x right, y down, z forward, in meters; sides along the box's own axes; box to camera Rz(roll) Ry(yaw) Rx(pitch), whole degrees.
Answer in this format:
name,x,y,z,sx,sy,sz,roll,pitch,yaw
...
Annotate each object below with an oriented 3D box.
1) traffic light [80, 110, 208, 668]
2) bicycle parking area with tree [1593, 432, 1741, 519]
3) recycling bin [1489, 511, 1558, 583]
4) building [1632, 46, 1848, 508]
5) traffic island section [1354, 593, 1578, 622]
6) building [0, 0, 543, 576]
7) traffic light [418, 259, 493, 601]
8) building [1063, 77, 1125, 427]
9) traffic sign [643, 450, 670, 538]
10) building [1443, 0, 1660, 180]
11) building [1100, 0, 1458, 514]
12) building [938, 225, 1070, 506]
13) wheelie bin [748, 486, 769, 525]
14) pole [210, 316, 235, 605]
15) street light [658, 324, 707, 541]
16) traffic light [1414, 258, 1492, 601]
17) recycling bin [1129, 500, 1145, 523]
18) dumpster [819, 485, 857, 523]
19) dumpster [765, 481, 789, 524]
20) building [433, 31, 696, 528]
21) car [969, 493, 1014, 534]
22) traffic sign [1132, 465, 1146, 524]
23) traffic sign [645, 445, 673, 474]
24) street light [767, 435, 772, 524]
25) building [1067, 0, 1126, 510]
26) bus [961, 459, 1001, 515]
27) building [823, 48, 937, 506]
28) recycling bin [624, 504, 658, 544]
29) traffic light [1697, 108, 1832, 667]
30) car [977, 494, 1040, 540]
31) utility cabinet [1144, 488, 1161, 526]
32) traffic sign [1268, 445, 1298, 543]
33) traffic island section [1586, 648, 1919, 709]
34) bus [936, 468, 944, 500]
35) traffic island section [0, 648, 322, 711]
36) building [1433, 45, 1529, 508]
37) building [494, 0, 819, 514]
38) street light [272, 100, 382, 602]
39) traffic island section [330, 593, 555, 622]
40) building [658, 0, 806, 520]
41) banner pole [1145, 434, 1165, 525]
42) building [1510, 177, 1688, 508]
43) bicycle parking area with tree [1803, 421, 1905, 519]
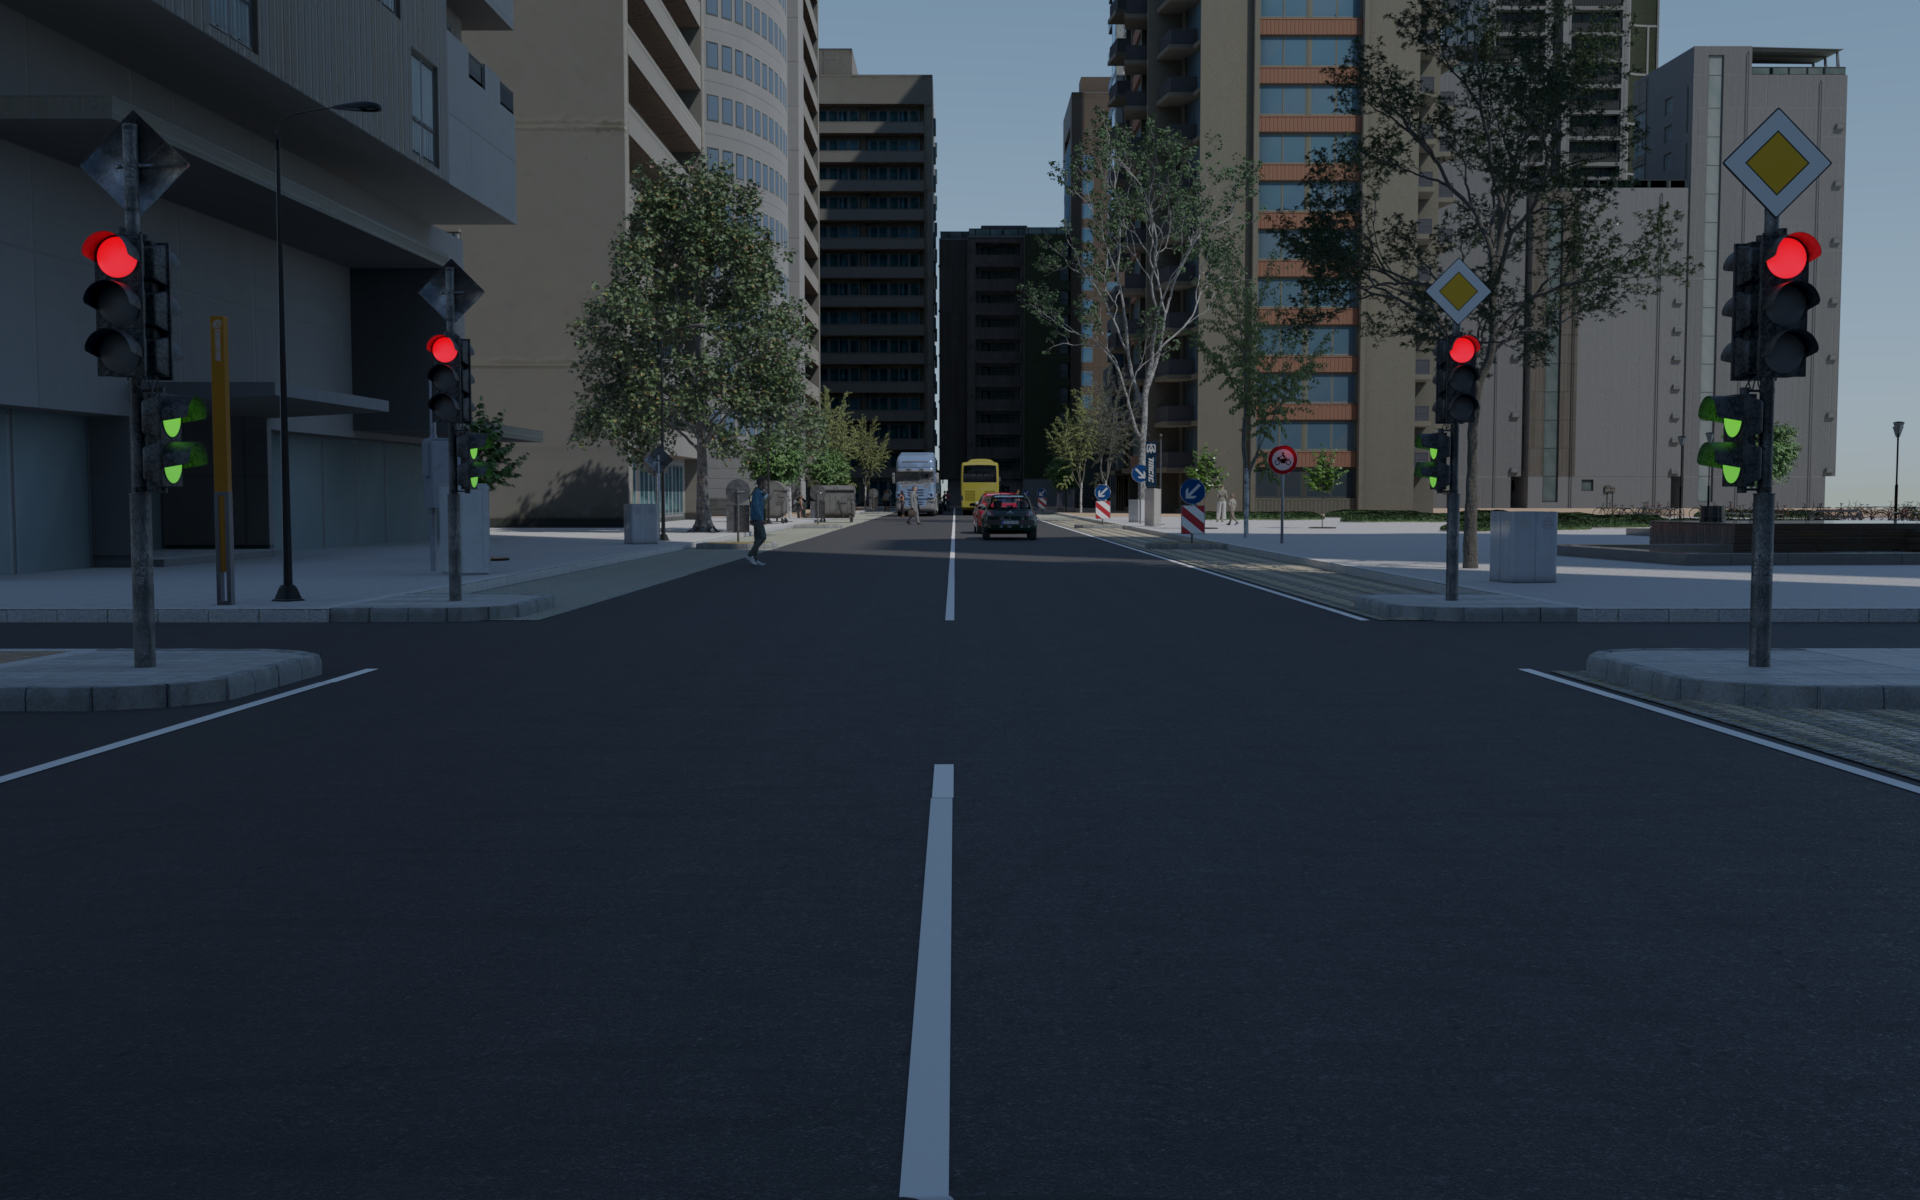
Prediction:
name,x,y,z,sx,sy,sz,roll,pitch,yaw
traffic light,-6.028,-1.456,12.731,0.839,4.253,0.868,0,4,0
bicycle parking area with tree,35.064,-5.876,83.083,9.016,4.147,8.231,1,4,22
recycling bin,8.219,-0.778,25.273,0.722,1.027,0.722,-1,4,-10
building,72.115,-29.260,161.998,14.086,41.232,14.154,0,4,0
traffic island section,5.951,0.086,20.879,2.009,0.180,2.903,0,4,0
building,-25.502,-27.300,35.597,28.713,52.752,27.495,0,4,0
traffic light,-6.051,-1.945,20.716,0.839,4.253,0.868,0,4,0
building,18.769,-32.989,189.483,14.200,45.320,14.600,0,4,0
traffic sign,-8.663,-3.019,49.473,0.768,2.556,0.104,0,4,1
building,65.958,-46.068,191.456,20.611,71.187,20.563,0,4,0
building,21.927,-28.613,122.442,22.147,44.769,28.867,0,4,0
building,4.618,-25.527,189.070,14.107,30.474,14.160,0,4,0
wheelie bin,-8.346,-3.921,72.009,0.693,1.594,0.980,1,4,20
pole,-8.499,-1.597,19.958,0.158,3.312,0.155,0,3,0
street light,-7.608,-4.579,47.407,1.470,5.913,1.316,0,4,0
traffic light,5.910,-1.948,20.765,0.839,4.253,0.868,0,4,0
recycling bin,8.117,-4.025,78.369,0.722,1.027,0.722,-2,4,-35
dumpster,-6.127,-4.778,86.340,1.865,1.857,1.264,0,4,2
dumpster,-8.180,-4.273,75.620,1.264,1.857,1.865,0,3,0
building,-23.250,-27.589,74.779,21.300,48.544,21.600,0,4,0
car,1.433,-3.347,63.757,2.155,1.783,4.494,0,4,-1
traffic sign,7.801,-4.575,74.905,0.768,2.556,0.104,1,4,8
traffic sign,-8.125,-2.871,46.672,0.795,2.593,0.064,0,4,5
street light,-7.625,-6.188,73.711,1.470,5.913,1.316,0,4,0
building,21.679,-51.277,151.045,22.319,86.520,31.000,0,4,0
bus,1.430,-7.919,121.020,2.896,3.916,12.252,0,4,1
building,-13.391,-34.800,192.674,21.600,48.544,21.300,0,4,0
recycling bin,-8.203,-1.955,44.523,0.722,1.027,0.722,-2,4,-26
traffic light,5.933,-1.459,12.780,0.839,4.253,0.868,0,4,0
car,1.563,-2.793,55.450,2.009,1.686,4.222,0,4,0
utility cabinet,7.638,-3.662,68.547,0.318,1.500,1.173,-1,4,-12
traffic sign,8.374,-2.744,44.978,0.768,2.556,0.104,1,4,8
traffic island section,5.973,0.574,12.894,2.009,0.180,2.903,0,4,0
bus,-2.980,-10.139,157.313,2.896,3.916,12.252,0,4,-1
traffic island section,-6.068,0.576,12.865,2.009,0.180,2.903,0,4,0
building,43.460,-29.213,161.219,14.086,41.232,14.154,0,4,0
building,-22.447,-31.283,135.181,21.300,48.544,21.600,0,4,0
street light,-7.522,-2.940,20.603,1.470,5.913,1.316,0,4,0
traffic island section,-6.091,0.087,20.850,2.009,0.180,2.903,0,4,0
building,-21.594,-34.699,109.320,21.231,58.520,28.212,0,4,0
banner pole,8.126,-5.028,72.232,0.863,3.779,0.401,0,4,3
building,57.849,-23.842,161.521,14.107,30.474,14.160,0,4,0
bicycle parking area with tree,38.135,-5.127,70.823,9.016,4.147,8.231,3,5,41
